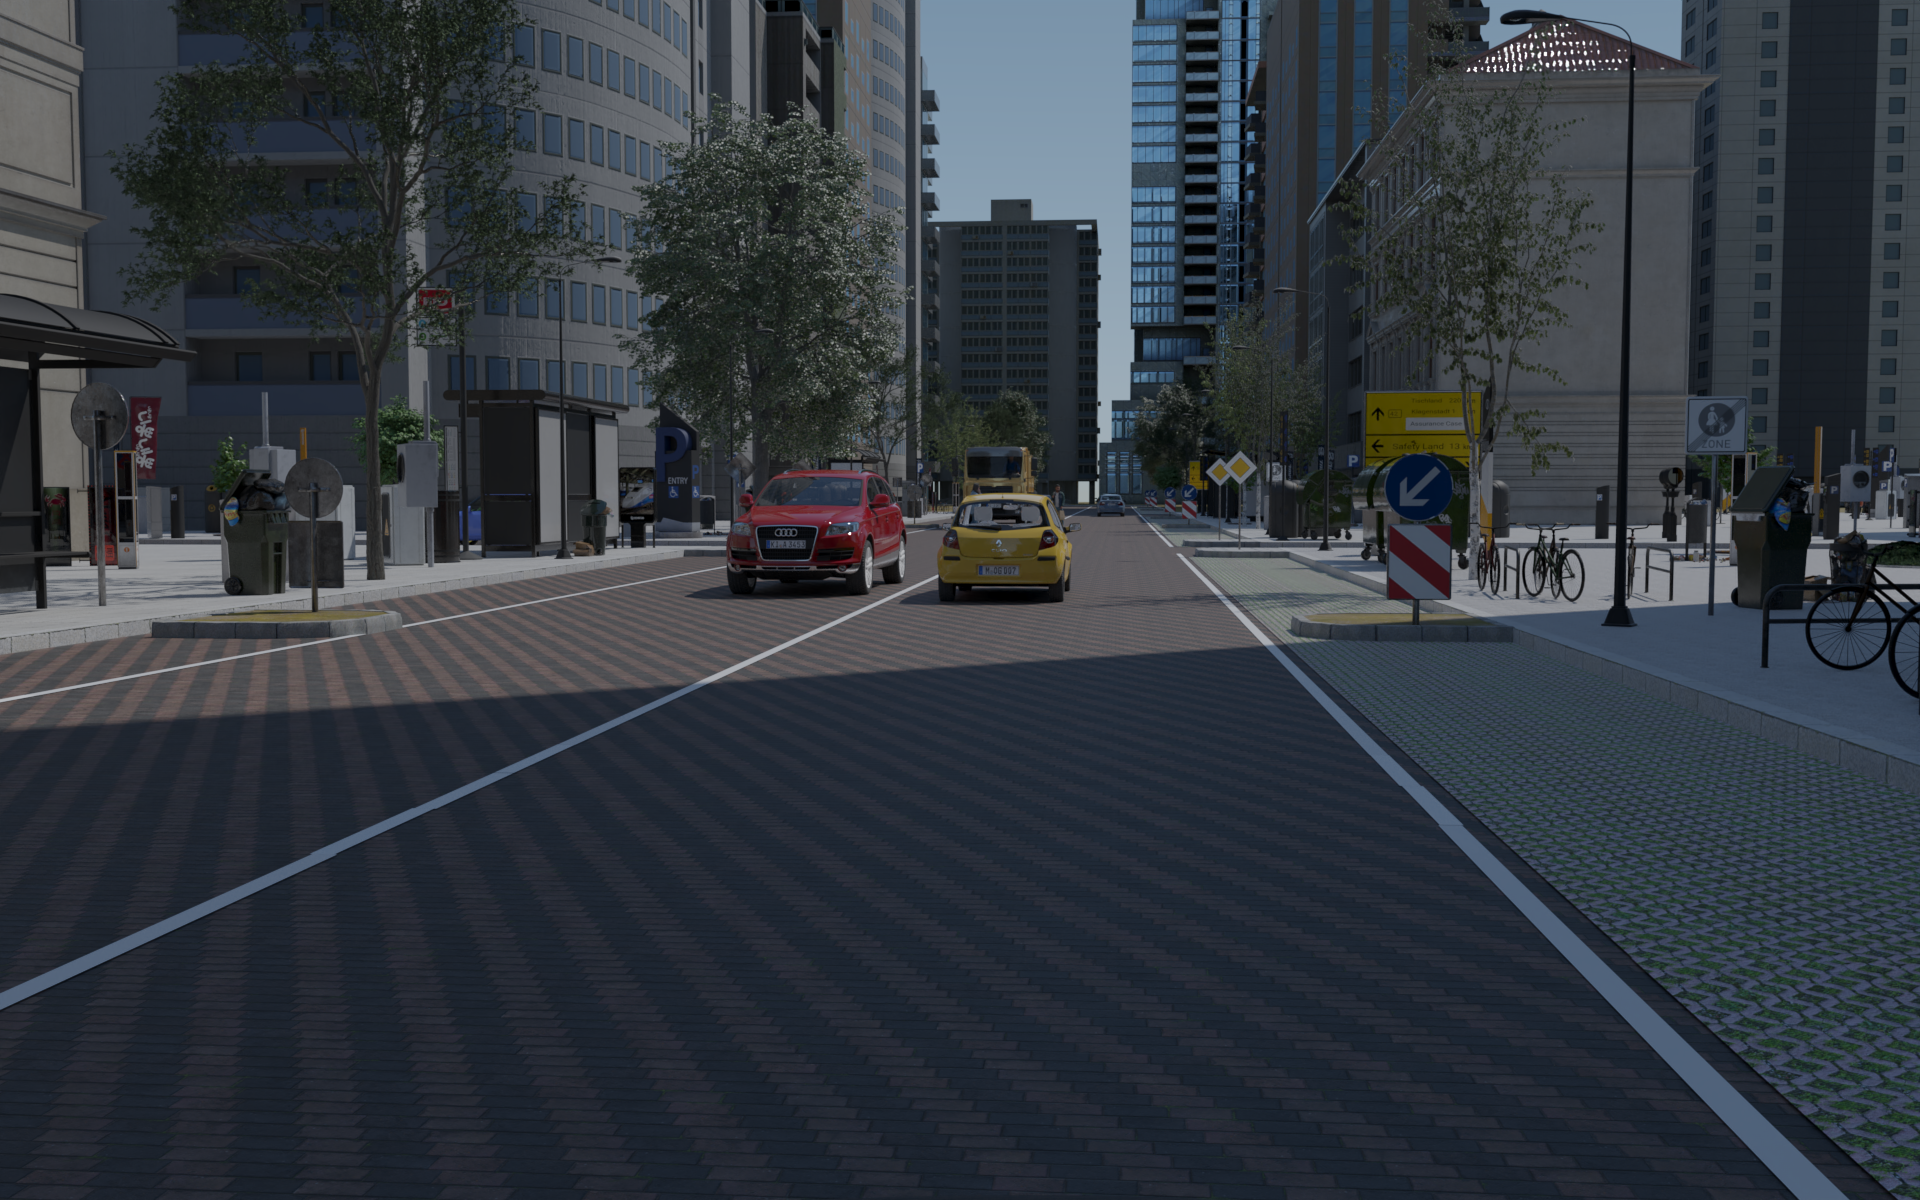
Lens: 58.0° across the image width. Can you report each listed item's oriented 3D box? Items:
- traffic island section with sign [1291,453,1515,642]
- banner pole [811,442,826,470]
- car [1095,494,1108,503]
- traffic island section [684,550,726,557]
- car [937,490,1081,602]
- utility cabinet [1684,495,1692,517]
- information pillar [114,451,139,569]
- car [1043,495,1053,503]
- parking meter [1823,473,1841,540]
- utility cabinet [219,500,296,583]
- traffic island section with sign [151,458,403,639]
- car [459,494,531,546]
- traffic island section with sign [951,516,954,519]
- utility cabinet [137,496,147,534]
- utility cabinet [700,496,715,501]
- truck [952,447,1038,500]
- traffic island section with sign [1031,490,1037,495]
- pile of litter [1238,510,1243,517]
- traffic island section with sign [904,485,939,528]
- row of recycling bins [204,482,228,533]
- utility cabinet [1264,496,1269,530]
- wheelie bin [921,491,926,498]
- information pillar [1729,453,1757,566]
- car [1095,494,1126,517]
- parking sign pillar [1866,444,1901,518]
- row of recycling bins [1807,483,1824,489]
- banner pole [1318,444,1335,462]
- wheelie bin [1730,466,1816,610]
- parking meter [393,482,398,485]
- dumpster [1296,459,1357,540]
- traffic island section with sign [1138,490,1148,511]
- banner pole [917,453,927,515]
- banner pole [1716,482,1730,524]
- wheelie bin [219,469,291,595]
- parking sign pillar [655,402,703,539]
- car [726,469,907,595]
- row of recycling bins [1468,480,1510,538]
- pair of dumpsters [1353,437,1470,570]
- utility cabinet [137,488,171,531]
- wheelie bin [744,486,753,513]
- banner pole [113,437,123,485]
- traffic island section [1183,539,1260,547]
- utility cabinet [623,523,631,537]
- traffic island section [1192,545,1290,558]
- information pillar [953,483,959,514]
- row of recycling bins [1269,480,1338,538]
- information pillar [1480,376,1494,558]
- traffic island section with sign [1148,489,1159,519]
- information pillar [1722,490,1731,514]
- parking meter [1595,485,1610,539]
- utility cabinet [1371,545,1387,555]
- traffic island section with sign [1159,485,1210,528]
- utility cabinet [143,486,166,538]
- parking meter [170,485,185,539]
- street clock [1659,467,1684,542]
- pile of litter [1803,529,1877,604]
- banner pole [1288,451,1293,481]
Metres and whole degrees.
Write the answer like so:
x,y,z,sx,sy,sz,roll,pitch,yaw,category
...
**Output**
x,y,z,sx,sy,sz,roll,pitch,yaw,category
4.429,-0.551,17.644,1.989,1.847,2.006,0,4,5,traffic island section with sign
-5.765,-4.964,71.183,0.863,3.779,0.401,-1,4,-12,banner pole
14.347,-9.699,170.374,2.131,1.459,4.920,0,4,4,car
-5.222,-1.148,41.056,2.009,0.180,2.903,0,4,5,traffic island section
0.692,-0.873,24.495,2.015,1.641,3.980,0,4,5,car
40.629,-5.217,96.455,0.306,1.237,1.020,3,5,40,utility cabinet
-14.223,-1.534,29.570,0.304,2.012,0.304,-1,4,-18,information pillar
6.709,-7.870,141.035,2.083,1.381,4.827,0,4,5,car
24.521,-2.632,48.739,0.399,1.863,0.255,0,4,5,parking meter
-10.235,-0.863,25.279,0.306,1.237,1.020,3,5,41,utility cabinet
-6.996,-0.581,18.120,1.989,1.847,2.006,0,4,5,traffic island section with sign
-12.558,-2.288,47.003,3.694,1.707,1.945,0,4,5,car
0.552,-5.608,100.321,1.989,1.847,2.006,0,4,5,traffic island section with sign
-26.459,-2.748,56.087,0.306,1.237,1.020,1,4,19,utility cabinet
-10.516,-3.715,71.897,0.306,1.237,1.020,1,4,20,utility cabinet
1.681,-4.736,73.359,3.469,3.379,9.791,0,4,5,truck
7.667,-10.343,177.730,1.989,1.847,2.006,0,4,5,traffic island section with sign
15.456,-5.125,97.763,1.176,0.858,1.719,-3,5,-40,pile of litter
-1.909,-3.966,73.478,1.989,1.847,2.006,0,4,5,traffic island section with sign
-23.502,-3.032,56.686,3.534,1.692,1.069,3,4,36,row of recycling bins
11.415,-3.113,62.058,1.020,1.237,0.306,2,4,31,utility cabinet
-2.808,-7.125,124.406,0.693,1.594,0.980,0,4,4,wheelie bin
13.959,-1.613,30.873,0.304,2.012,0.304,-2,4,-33,information pillar
9.644,-6.040,110.755,2.014,1.417,4.499,0,4,4,car
50.333,-6.486,94.511,1.447,3.967,1.447,0,4,-7,parking sign pillar
39.497,-4.441,79.730,1.069,1.692,3.534,1,4,18,row of recycling bins
18.312,-5.907,86.596,0.863,3.779,0.401,1,4,14,banner pole
9.114,-0.706,19.450,0.693,1.594,0.980,-1,4,-10,wheelie bin
-19.427,-3.292,59.532,0.399,1.863,0.255,2,4,24,parking meter
10.344,-2.839,48.915,1.502,2.255,1.985,0,4,5,dumpster
16.531,-8.601,149.260,1.989,1.847,2.006,0,4,5,traffic island section with sign
-2.399,-7.107,106.208,0.863,3.779,0.401,-3,4,-38,banner pole
32.592,-5.167,74.491,0.863,3.779,0.401,-2,4,-24,banner pole
-8.973,-0.872,22.172,0.693,1.594,0.980,1,4,9,wheelie bin
-8.223,-3.785,50.364,1.447,3.967,1.447,2,4,26,parking sign pillar
-2.090,-1.085,26.415,2.281,1.827,5.304,0,4,7,car
15.493,-2.760,52.238,1.069,1.692,3.534,-1,4,-8,row of recycling bins
8.220,-1.771,31.450,1.574,2.255,4.437,0,4,5,pair of dumpsters
-27.571,-3.079,59.021,1.173,1.500,0.318,-3,5,-45,utility cabinet
-7.597,-3.432,64.025,0.693,1.594,0.980,2,4,28,wheelie bin
-28.015,-4.141,57.722,0.401,3.779,0.863,0,4,-2,banner pole
7.200,-1.569,47.933,2.009,0.180,2.903,0,4,5,traffic island section
-9.875,-2.509,52.191,0.306,1.237,1.020,0,4,3,utility cabinet
6.469,-1.083,39.981,2.009,0.180,2.903,0,4,5,traffic island section
-0.269,-6.648,113.186,0.304,2.012,0.304,3,4,38,information pillar
10.304,-2.734,51.806,1.069,1.692,3.534,3,5,39,row of recycling bins
10.535,-2.645,34.607,0.183,3.616,0.504,0,4,-1,information pillar
11.956,-5.564,99.600,1.989,1.847,2.006,0,4,5,traffic island section with sign
49.729,-7.398,112.316,0.504,3.616,0.183,0,4,5,information pillar
18.328,-2.508,49.410,0.372,1.533,0.369,0,3,0,parking meter
8.861,-1.692,36.338,0.318,1.500,1.173,1,4,23,utility cabinet
9.489,-3.922,72.758,1.989,1.847,2.006,0,4,5,traffic island section with sign
-23.310,-2.535,50.132,0.318,1.500,1.173,-2,4,-30,utility cabinet
-22.578,-2.541,49.952,0.372,1.533,0.369,0,3,0,parking meter
19.138,-2.565,46.504,0.471,2.002,0.358,-1,4,-11,street clock
10.522,-0.434,21.062,1.719,0.858,1.176,-3,4,-37,pile of litter
16.766,-6.056,89.035,0.863,3.779,0.401,3,4,37,banner pole
